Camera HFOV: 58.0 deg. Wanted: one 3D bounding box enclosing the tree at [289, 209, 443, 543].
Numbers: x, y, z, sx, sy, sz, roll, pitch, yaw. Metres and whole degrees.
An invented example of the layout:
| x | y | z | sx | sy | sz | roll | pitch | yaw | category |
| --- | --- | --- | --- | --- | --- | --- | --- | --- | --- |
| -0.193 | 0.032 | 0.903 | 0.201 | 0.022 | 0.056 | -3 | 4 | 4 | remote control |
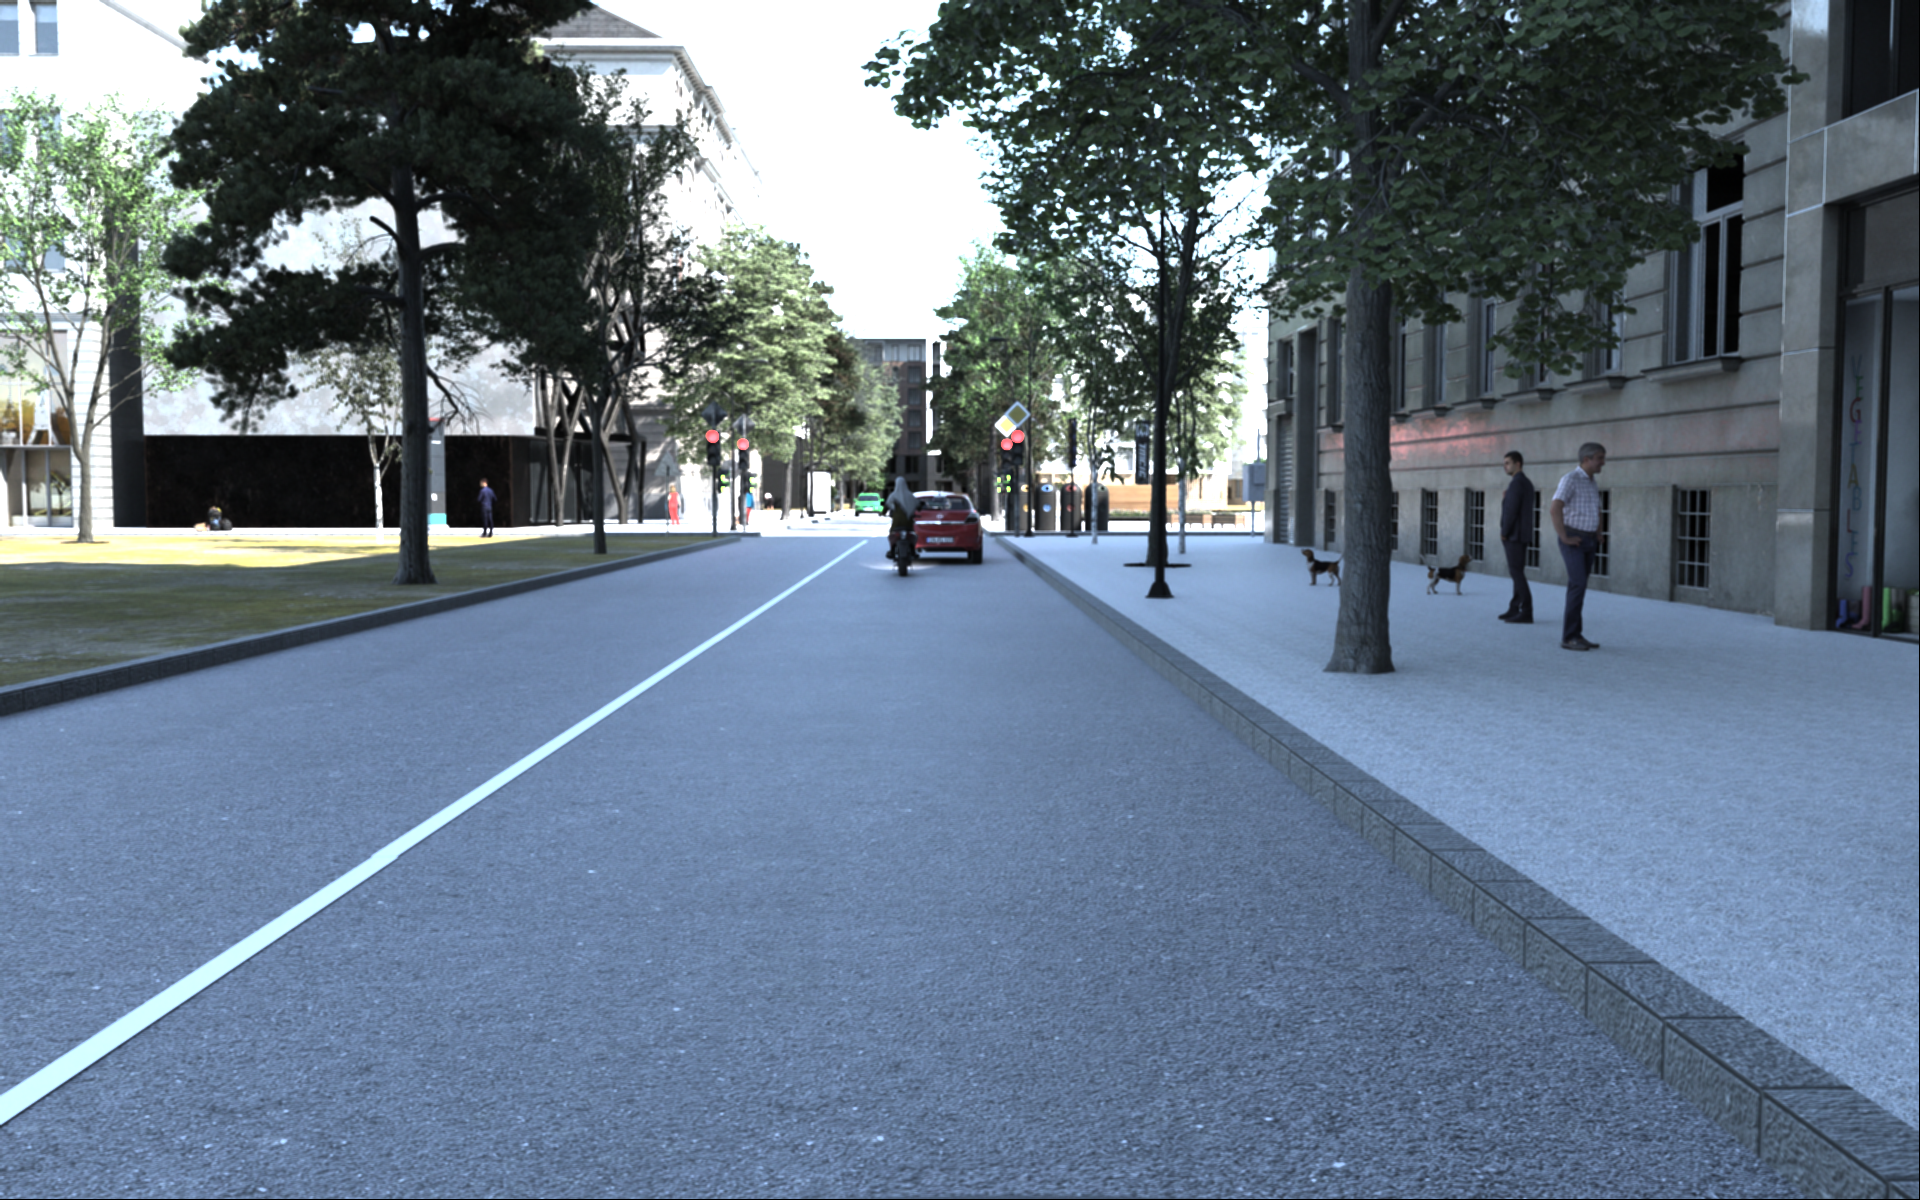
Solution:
| x | y | z | sx | sy | sz | roll | pitch | yaw | category |
| --- | --- | --- | --- | --- | --- | --- | --- | --- | --- |
| -15.087 | -5.758 | 44.514 | 4.360 | 8.622 | 3.978 | 0 | 3 | 0 | tree |

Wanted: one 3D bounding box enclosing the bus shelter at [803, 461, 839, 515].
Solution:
| x | y | z | sx | sy | sz | roll | pitch | yaw | category |
| --- | --- | --- | --- | --- | --- | --- | --- | --- | --- |
| -8.770 | -7.054 | 109.255 | 2.014 | 3.302 | 5.546 | 0 | 4 | -1 | bus shelter |

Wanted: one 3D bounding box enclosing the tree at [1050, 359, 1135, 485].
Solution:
| x | y | z | sx | sy | sz | roll | pitch | yaw | category |
| --- | --- | --- | --- | --- | --- | --- | --- | --- | --- |
| 8.981 | -11.093 | 115.789 | 7.601 | 10.594 | 8.767 | -1 | 4 | -9 | tree |

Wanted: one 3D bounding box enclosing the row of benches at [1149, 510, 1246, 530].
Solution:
| x | y | z | sx | sy | sz | roll | pitch | yaw | category |
| --- | --- | --- | --- | --- | --- | --- | --- | --- | --- |
| 8.685 | -2.970 | 64.030 | 4.104 | 0.672 | 1.422 | 3 | 5 | 44 | row of benches |

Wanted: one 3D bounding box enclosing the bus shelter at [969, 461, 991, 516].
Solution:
| x | y | z | sx | sy | sz | roll | pitch | yaw | category |
| --- | --- | --- | --- | --- | --- | --- | --- | --- | --- |
| 1.859 | -7.701 | 103.541 | 2.179 | 5.291 | 8.768 | 0 | 4 | -1 | bus shelter |

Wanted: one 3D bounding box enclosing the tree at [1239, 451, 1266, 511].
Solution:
| x | y | z | sx | sy | sz | roll | pitch | yaw | category |
| --- | --- | --- | --- | --- | --- | --- | --- | --- | --- |
| 22.992 | -9.097 | 132.452 | 4.285 | 4.588 | 4.351 | 0 | 3 | 0 | tree |

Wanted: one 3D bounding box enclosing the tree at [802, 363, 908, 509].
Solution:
| x | y | z | sx | sy | sz | roll | pitch | yaw | category |
| --- | --- | --- | --- | --- | --- | --- | --- | --- | --- |
| -8.915 | -14.553 | 144.598 | 9.857 | 13.997 | 8.962 | 0 | 3 | 0 | tree |

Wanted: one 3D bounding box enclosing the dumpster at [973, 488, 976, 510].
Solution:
| x | y | z | sx | sy | sz | roll | pitch | yaw | category |
| --- | --- | --- | --- | --- | --- | --- | --- | --- | --- |
| 1.531 | -6.903 | 118.630 | 1.264 | 1.857 | 1.865 | 0 | 4 | -1 | dumpster |

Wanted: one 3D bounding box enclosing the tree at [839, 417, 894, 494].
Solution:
| x | y | z | sx | sy | sz | roll | pitch | yaw | category |
| --- | --- | --- | --- | --- | --- | --- | --- | --- | --- |
| -9.634 | -15.413 | 174.059 | 6.751 | 12.117 | 7.091 | 0 | 3 | 0 | tree |

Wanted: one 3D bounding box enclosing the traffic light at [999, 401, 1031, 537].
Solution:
| x | y | z | sx | sy | sz | roll | pitch | yaw | category |
| --- | --- | --- | --- | --- | --- | --- | --- | --- | --- |
| 1.683 | -3.810 | 51.542 | 0.839 | 4.213 | 0.868 | 0 | 4 | -1 | traffic light |

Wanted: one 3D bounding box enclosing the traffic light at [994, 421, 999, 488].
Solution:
| x | y | z | sx | sy | sz | roll | pitch | yaw | category |
| --- | --- | --- | --- | --- | --- | --- | --- | --- | --- |
| 1.579 | -4.299 | 59.527 | 0.839 | 4.213 | 0.868 | 0 | 4 | -1 | traffic light |

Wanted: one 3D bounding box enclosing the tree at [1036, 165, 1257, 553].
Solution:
| x | y | z | sx | sy | sz | roll | pitch | yaw | category |
| --- | --- | --- | --- | --- | --- | --- | --- | --- | --- |
| 4.578 | -5.308 | 37.142 | 4.737 | 8.622 | 4.395 | 0 | 3 | 0 | tree |

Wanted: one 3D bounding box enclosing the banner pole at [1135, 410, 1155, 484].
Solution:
| x | y | z | sx | sy | sz | roll | pitch | yaw | category |
| --- | --- | --- | --- | --- | --- | --- | --- | --- | --- |
| 5.597 | -3.773 | 51.705 | 0.863 | 3.779 | 0.401 | 1 | 4 | 23 | banner pole |

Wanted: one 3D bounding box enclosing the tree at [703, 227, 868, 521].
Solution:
| x | y | z | sx | sy | sz | roll | pitch | yaw | category |
| --- | --- | --- | --- | --- | --- | --- | --- | --- | --- |
| -8.072 | -10.710 | 82.526 | 7.806 | 13.903 | 7.818 | 0 | 3 | 0 | tree |

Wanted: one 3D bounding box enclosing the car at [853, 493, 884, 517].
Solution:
| x | y | z | sx | sy | sz | roll | pitch | yaw | category |
| --- | --- | --- | --- | --- | --- | --- | --- | --- | --- |
| -5.836 | -6.236 | 110.753 | 1.959 | 1.807 | 4.718 | 0 | 4 | -2 | car |

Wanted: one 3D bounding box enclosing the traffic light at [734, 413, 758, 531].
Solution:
| x | y | z | sx | sy | sz | roll | pitch | yaw | category |
| --- | --- | --- | --- | --- | --- | --- | --- | --- | --- |
| -7.381 | -4.291 | 59.394 | 0.839 | 4.213 | 0.868 | 0 | 4 | -1 | traffic light |

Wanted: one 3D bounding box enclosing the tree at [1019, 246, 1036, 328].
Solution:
| x | y | z | sx | sy | sz | roll | pitch | yaw | category |
| --- | --- | --- | --- | --- | --- | --- | --- | --- | --- |
| 3.718 | -5.759 | 44.529 | 4.737 | 8.622 | 4.395 | 0 | 3 | 0 | tree |

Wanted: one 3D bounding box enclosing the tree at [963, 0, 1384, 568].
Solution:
| x | y | z | sx | sy | sz | roll | pitch | yaw | category |
| --- | --- | --- | --- | --- | --- | --- | --- | --- | --- |
| 3.641 | -6.390 | 30.231 | 9.928 | 11.665 | 9.643 | 0 | 3 | 0 | tree |

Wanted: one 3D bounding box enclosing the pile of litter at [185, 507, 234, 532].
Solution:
| x | y | z | sx | sy | sz | roll | pitch | yaw | category |
| --- | --- | --- | --- | --- | --- | --- | --- | --- | --- |
| -25.655 | -2.768 | 59.225 | 1.719 | 0.858 | 1.176 | -3 | 5 | -39 | pile of litter |

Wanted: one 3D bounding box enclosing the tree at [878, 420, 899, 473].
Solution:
| x | y | z | sx | sy | sz | roll | pitch | yaw | category |
| --- | --- | --- | --- | --- | --- | --- | --- | --- | --- |
| -8.882 | -13.514 | 155.371 | 7.601 | 10.594 | 8.767 | 0 | 4 | 1 | tree |

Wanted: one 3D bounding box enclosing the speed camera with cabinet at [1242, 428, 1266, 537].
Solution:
| x | y | z | sx | sy | sz | roll | pitch | yaw | category |
| --- | --- | --- | --- | --- | --- | --- | --- | --- | --- |
| 9.521 | -3.520 | 51.895 | 2.038 | 3.252 | 0.660 | -1 | 4 | -11 | speed camera with cabinet |

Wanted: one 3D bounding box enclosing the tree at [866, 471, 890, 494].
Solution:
| x | y | z | sx | sy | sz | roll | pitch | yaw | category |
| --- | --- | --- | --- | --- | --- | --- | --- | --- | --- |
| -9.919 | -13.677 | 207.330 | 4.285 | 4.588 | 4.351 | 0 | 3 | 0 | tree |

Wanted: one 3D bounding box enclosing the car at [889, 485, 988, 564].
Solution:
| x | y | z | sx | sy | sz | roll | pitch | yaw | category |
| --- | --- | --- | --- | --- | --- | --- | --- | --- | --- |
| -0.459 | -1.717 | 37.120 | 2.155 | 1.783 | 4.494 | 0 | 4 | -1 | car |

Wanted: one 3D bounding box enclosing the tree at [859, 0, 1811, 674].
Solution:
| x | y | z | sx | sy | sz | roll | pitch | yaw | category |
| --- | --- | --- | --- | --- | --- | --- | --- | --- | --- |
| 2.845 | -5.779 | 12.617 | 7.486 | 12.596 | 7.792 | 0 | 3 | 0 | tree |

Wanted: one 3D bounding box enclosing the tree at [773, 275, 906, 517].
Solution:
| x | y | z | sx | sy | sz | roll | pitch | yaw | category |
| --- | --- | --- | --- | --- | --- | --- | --- | --- | --- |
| -8.199 | -11.392 | 96.633 | 12.009 | 13.543 | 11.850 | 0 | 3 | 0 | tree |

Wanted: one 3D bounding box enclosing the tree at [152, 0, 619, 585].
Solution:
| x | y | z | sx | sy | sz | roll | pitch | yaw | category |
| --- | --- | --- | --- | --- | --- | --- | --- | --- | --- |
| -7.757 | -6.259 | 24.391 | 6.751 | 12.117 | 7.091 | 0 | 3 | 0 | tree |

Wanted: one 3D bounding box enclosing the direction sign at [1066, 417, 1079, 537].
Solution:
| x | y | z | sx | sy | sz | roll | pitch | yaw | category |
| --- | --- | --- | --- | --- | --- | --- | --- | --- | --- |
| 3.344 | -3.641 | 51.528 | 0.379 | 3.537 | 0.876 | -1 | 4 | -10 | direction sign |

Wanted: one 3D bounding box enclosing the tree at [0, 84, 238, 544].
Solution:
| x | y | z | sx | sy | sz | roll | pitch | yaw | category |
| --- | --- | --- | --- | --- | --- | --- | --- | --- | --- |
| -22.653 | -7.261 | 44.471 | 9.928 | 11.665 | 9.643 | 0 | 3 | 0 | tree |

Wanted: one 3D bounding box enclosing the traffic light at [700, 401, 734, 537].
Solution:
| x | y | z | sx | sy | sz | roll | pitch | yaw | category |
| --- | --- | --- | --- | --- | --- | --- | --- | --- | --- |
| -7.277 | -3.802 | 51.410 | 0.839 | 4.213 | 0.868 | 0 | 4 | -1 | traffic light |

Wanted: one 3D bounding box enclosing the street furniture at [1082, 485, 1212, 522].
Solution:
| x | y | z | sx | sy | sz | roll | pitch | yaw | category |
| --- | --- | --- | --- | --- | --- | --- | --- | --- | --- |
| 9.306 | -4.639 | 82.703 | 11.010 | 1.723 | 9.812 | 0 | 4 | 7 | street furniture |

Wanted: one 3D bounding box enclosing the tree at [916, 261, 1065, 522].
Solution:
| x | y | z | sx | sy | sz | roll | pitch | yaw | category |
| --- | --- | --- | --- | --- | --- | --- | --- | --- | --- |
| 1.538 | -9.649 | 79.811 | 6.751 | 12.117 | 7.091 | 0 | 3 | 0 | tree |

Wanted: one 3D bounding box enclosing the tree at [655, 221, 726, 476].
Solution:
| x | y | z | sx | sy | sz | roll | pitch | yaw | category |
| --- | --- | --- | --- | --- | --- | --- | --- | --- | --- |
| -8.533 | -9.378 | 71.452 | 7.486 | 12.596 | 7.792 | 0 | 3 | 0 | tree |

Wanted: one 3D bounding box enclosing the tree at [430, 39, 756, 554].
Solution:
| x | y | z | sx | sy | sz | roll | pitch | yaw | category |
| --- | --- | --- | --- | --- | --- | --- | --- | --- | --- |
| -7.979 | -6.255 | 36.681 | 8.767 | 10.594 | 7.601 | 3 | 5 | 42 | tree |

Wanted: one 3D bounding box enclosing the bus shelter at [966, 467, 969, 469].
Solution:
| x | y | z | sx | sy | sz | roll | pitch | yaw | category |
| --- | --- | --- | --- | --- | --- | --- | --- | --- | --- |
| 1.550 | -9.313 | 129.896 | 2.179 | 5.291 | 8.768 | 0 | 4 | -1 | bus shelter |

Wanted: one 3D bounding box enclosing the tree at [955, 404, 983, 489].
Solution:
| x | y | z | sx | sy | sz | roll | pitch | yaw | category |
| --- | --- | --- | --- | --- | --- | --- | --- | --- | --- |
| 1.447 | -10.521 | 122.378 | 4.360 | 8.622 | 3.978 | 0 | 3 | 0 | tree |
